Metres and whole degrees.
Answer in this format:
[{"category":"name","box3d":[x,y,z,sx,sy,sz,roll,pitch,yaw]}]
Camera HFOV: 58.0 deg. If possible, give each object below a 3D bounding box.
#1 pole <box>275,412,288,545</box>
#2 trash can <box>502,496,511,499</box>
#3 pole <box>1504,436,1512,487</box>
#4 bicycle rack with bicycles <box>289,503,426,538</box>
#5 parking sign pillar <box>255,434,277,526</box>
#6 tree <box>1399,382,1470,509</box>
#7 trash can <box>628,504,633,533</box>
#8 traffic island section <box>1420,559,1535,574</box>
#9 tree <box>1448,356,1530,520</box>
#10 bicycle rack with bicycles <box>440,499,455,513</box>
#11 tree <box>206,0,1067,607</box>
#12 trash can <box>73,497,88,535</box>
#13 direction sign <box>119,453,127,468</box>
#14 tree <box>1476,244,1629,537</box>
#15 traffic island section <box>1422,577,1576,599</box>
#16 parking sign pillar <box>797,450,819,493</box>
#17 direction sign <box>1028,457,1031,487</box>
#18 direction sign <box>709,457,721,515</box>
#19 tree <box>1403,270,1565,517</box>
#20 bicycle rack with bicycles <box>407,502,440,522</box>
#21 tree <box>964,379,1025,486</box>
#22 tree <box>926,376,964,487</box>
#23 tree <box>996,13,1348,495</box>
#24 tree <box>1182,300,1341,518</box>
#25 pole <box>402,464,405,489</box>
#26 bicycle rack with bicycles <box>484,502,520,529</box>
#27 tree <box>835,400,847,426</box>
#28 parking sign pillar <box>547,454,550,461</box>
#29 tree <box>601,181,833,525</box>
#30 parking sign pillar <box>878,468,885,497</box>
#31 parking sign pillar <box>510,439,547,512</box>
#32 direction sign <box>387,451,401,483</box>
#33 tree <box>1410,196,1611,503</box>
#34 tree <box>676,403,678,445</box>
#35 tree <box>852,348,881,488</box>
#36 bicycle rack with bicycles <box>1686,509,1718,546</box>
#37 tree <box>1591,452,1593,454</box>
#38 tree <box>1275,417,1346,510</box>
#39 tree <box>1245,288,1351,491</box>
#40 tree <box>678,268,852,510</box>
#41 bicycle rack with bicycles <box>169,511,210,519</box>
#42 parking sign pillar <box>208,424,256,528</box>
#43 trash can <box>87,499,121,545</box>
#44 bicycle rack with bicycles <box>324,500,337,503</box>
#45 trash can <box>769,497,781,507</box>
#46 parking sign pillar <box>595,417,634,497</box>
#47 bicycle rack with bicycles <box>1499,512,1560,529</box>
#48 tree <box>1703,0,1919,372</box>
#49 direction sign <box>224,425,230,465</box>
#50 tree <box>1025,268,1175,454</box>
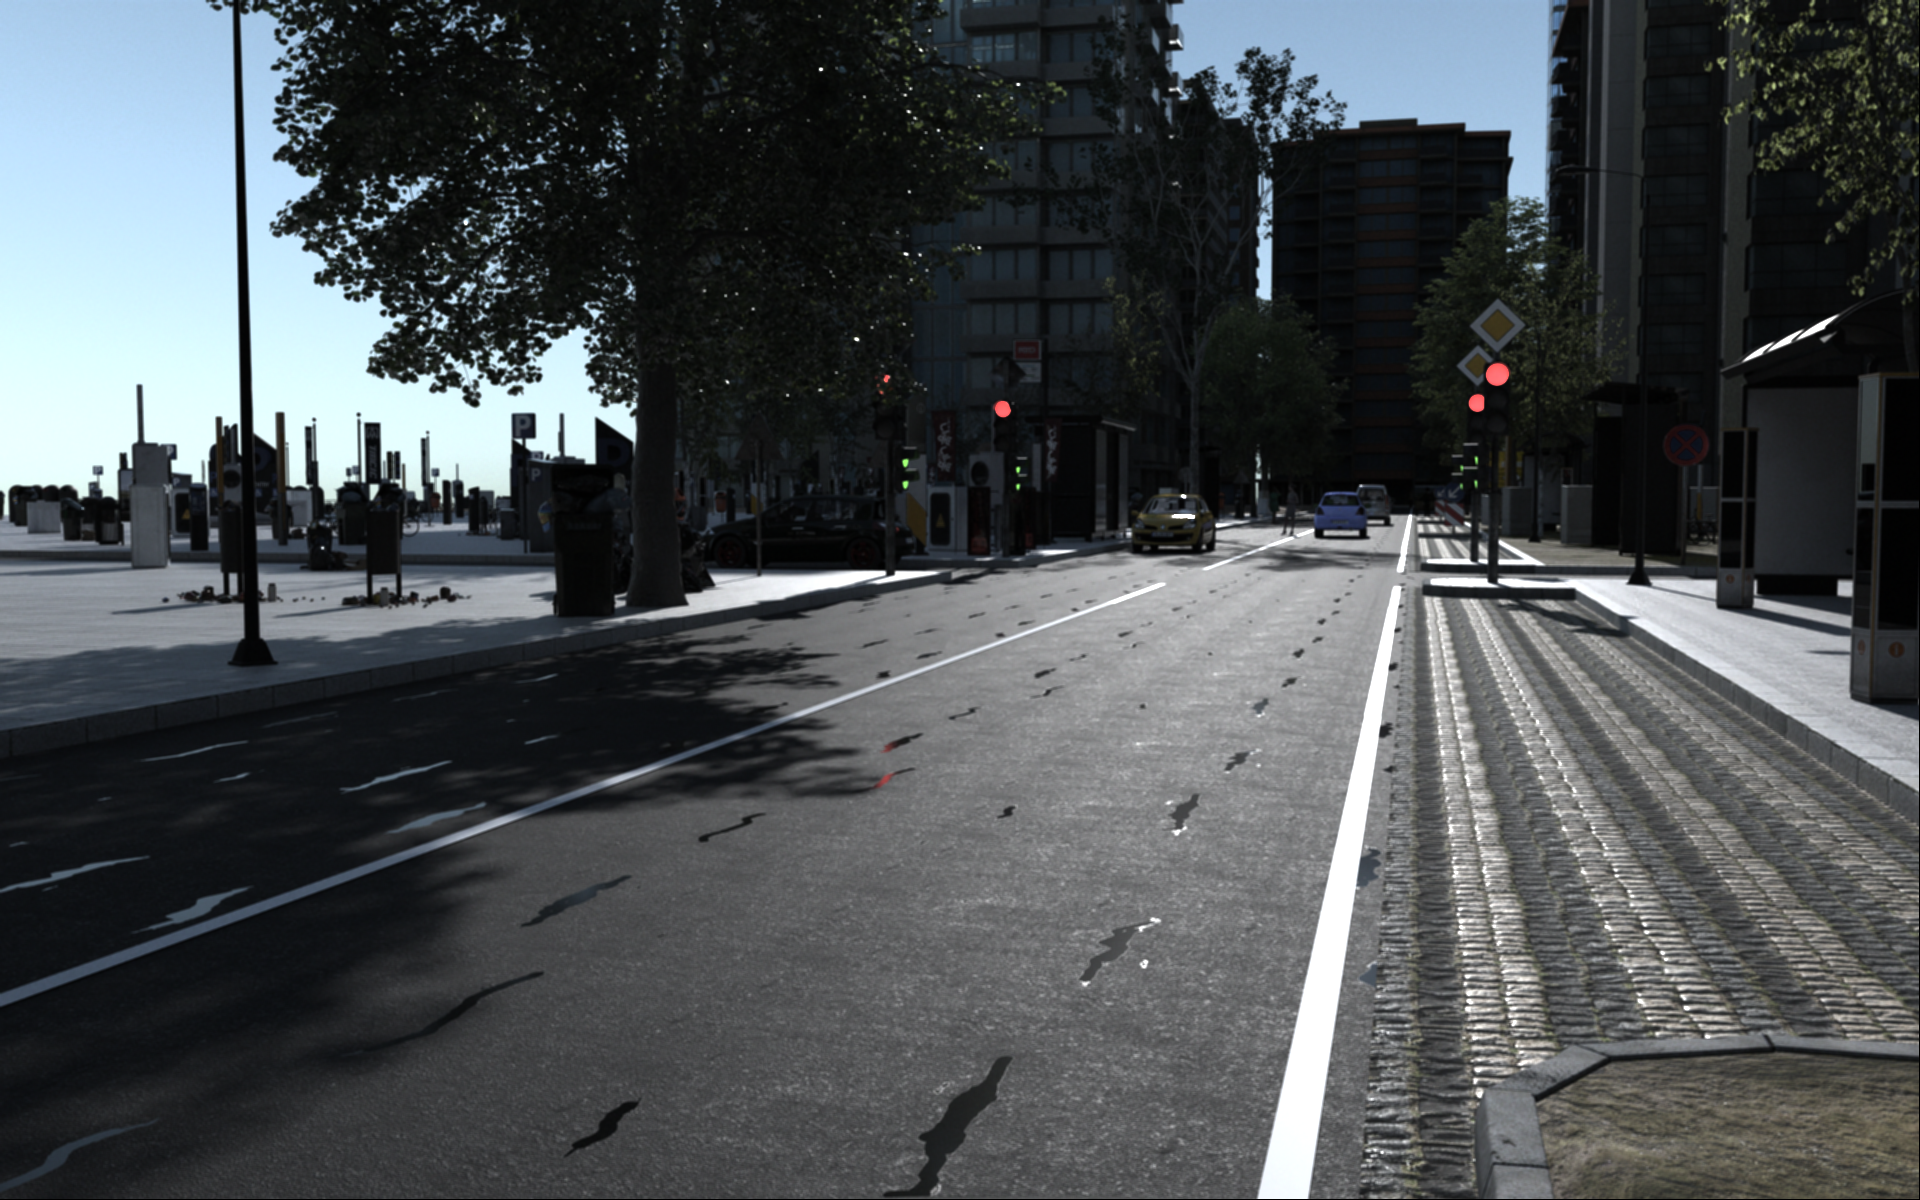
[{"category":"pole","box3d":[-16.928,-3.019,43.209,0.158,3.312,0.155,0,3,0]},{"category":"trash can","box3d":[-29.242,-6.138,112.003,0.748,1.137,0.748,0,3,0]},{"category":"pole","box3d":[19.278,-4.105,60.965,0.158,3.312,0.155,0,3,0]},{"category":"bicycle rack with bicycles","box3d":[-17.876,-2.319,51.303,2.925,0.926,2.852,0,4,5]},{"category":"parking sign pillar","box3d":[-28.656,-5.045,70.956,1.447,3.967,1.447,1,4,11]},{"category":"tree","box3d":[50.768,-16.266,176.324,12.009,13.543,11.850,0,3,0]},{"category":"trash can","box3d":[-10.613,-2.749,56.606,0.748,1.137,0.748,0,3,0]},{"category":"traffic island section","box3d":[9.751,-0.642,32.771,2.009,0.180,2.903,1,4,15]},{"category":"tree","box3d":[26.293,-8.342,86.754,4.737,8.622,4.395,0,3,0]},{"category":"bicycle rack with bicycles","box3d":[-35.703,-6.523,120.035,2.925,0.926,2.852,-2,4,-27]},{"category":"tree","box3d":[-3.449,-6.911,19.653,9.857,13.997,8.962,0,3,0]},{"category":"trash can","box3d":[-27.702,-2.643,54.873,0.748,1.137,0.748,0,3,0]},{"category":"direction sign","box3d":[-45.794,-6.292,94.870,0.876,3.537,0.379,3,5,42]},{"category":"tree","box3d":[17.636,-6.192,51.596,4.360,8.622,3.978,0,3,0]},{"category":"traffic island section","box3d":[7.724,-0.169,25.046,2.009,0.180,2.903,1,4,15]},{"category":"parking sign pillar","box3d":[-9.229,-7.150,105.368,1.447,3.967,1.447,-3,4,-36]},{"category":"direction sign","box3d":[4.371,-7.008,106.581,0.379,3.537,0.876,-1,4,-21]},{"category":"direction sign","box3d":[-15.023,-6.981,106.129,0.379,3.537,0.876,3,5,45]},{"category":"tree","box3d":[29.661,-11.657,97.254,9.857,13.997,8.962,0,3,0]},{"category":"bicycle rack with bicycles","box3d":[-25.207,-3.946,77.903,2.925,0.926,2.852,-1,4,-23]},{"category":"tree","box3d":[3.038,-9.072,98.688,4.360,8.622,3.978,0,3,0]},{"category":"tree","box3d":[-0.169,-9.680,108.635,4.360,8.622,3.978,0,3,0]},{"category":"tree","box3d":[8.152,-13.084,69.805,12.611,20.169,13.585,0,3,0]},{"category":"tree","box3d":[15.819,-10.292,94.026,9.928,11.665,9.643,0,3,0]},{"category":"pole","box3d":[-37.401,-7.502,116.501,0.158,3.312,0.155,0,3,0]},{"category":"bicycle rack with bicycles","box3d":[-16.656,-3.117,64.350,2.852,0.926,2.925,-1,4,-12]},{"category":"tree","box3d":[-7.454,-7.848,78.673,4.737,8.622,4.395,0,3,0]},{"category":"parking sign pillar","box3d":[-27.883,-7.804,116.062,1.447,3.967,1.447,0,4,5]},{"category":"tree","box3d":[-5.936,-5.420,38.972,4.737,8.622,4.395,0,3,0]},{"category":"parking sign pillar","box3d":[-4.310,-6.759,98.979,1.447,3.967,1.447,1,4,12]},{"category":"parking sign pillar","box3d":[-21.119,-5.843,84.007,1.447,3.967,1.447,0,4,7]},{"category":"direction sign","box3d":[-30.075,-6.118,92.030,0.876,3.537,0.379,2,4,24]},{"category":"tree","box3d":[20.981,-9.099,66.890,7.486,12.596,7.792,0,3,0]},{"category":"tree","box3d":[-13.043,-8.251,85.261,4.360,8.622,3.978,0,3,0]},{"category":"tree","box3d":[-4.639,-7.151,67.274,4.360,8.622,3.978,0,3,0]},{"category":"bicycle rack with bicycles","box3d":[18.072,-1.862,43.819,2.925,0.926,2.852,1,4,17]},{"category":"tree","box3d":[29.508,-5.652,76.118,4.285,4.588,4.351,0,3,0]},{"category":"tree","box3d":[26.819,-11.380,136.430,4.737,8.622,4.395,0,3,0]},{"category":"tree","box3d":[18.936,-12.227,106.566,9.857,13.997,8.962,0,3,0]},{"category":"tree","box3d":[-6.213,-6.443,55.700,4.360,8.622,3.978,0,3,0]},{"category":"bicycle rack with bicycles","box3d":[-29.963,-3.382,68.673,2.852,0.926,2.925,0,4,2]},{"category":"parking sign pillar","box3d":[-27.955,-4.727,65.764,1.447,3.967,1.447,1,4,11]},{"category":"trash can","box3d":[-21.645,-1.979,44.013,0.748,1.137,0.748,0,3,0]},{"category":"bicycle rack with bicycles","box3d":[-39.275,-5.782,107.923,2.852,0.926,2.925,2,4,27]},{"category":"trash can","box3d":[-8.933,-4.375,83.184,0.748,1.137,0.748,0,3,0]},{"category":"parking sign pillar","box3d":[-12.031,-4.401,60.429,1.447,3.967,1.447,-1,4,-15]},{"category":"bicycle rack with bicycles","box3d":[20.975,-3.066,63.505,2.925,0.926,2.852,-1,4,-13]},{"category":"tree","box3d":[8.055,-3.903,14.173,4.360,8.622,3.978,0,3,0]},{"category":"direction sign","box3d":[-24.258,-3.998,57.364,0.379,3.537,0.876,-2,4,-31]},{"category":"tree","box3d":[5.065,-6.498,56.602,4.360,8.622,3.978,0,3,0]}]
